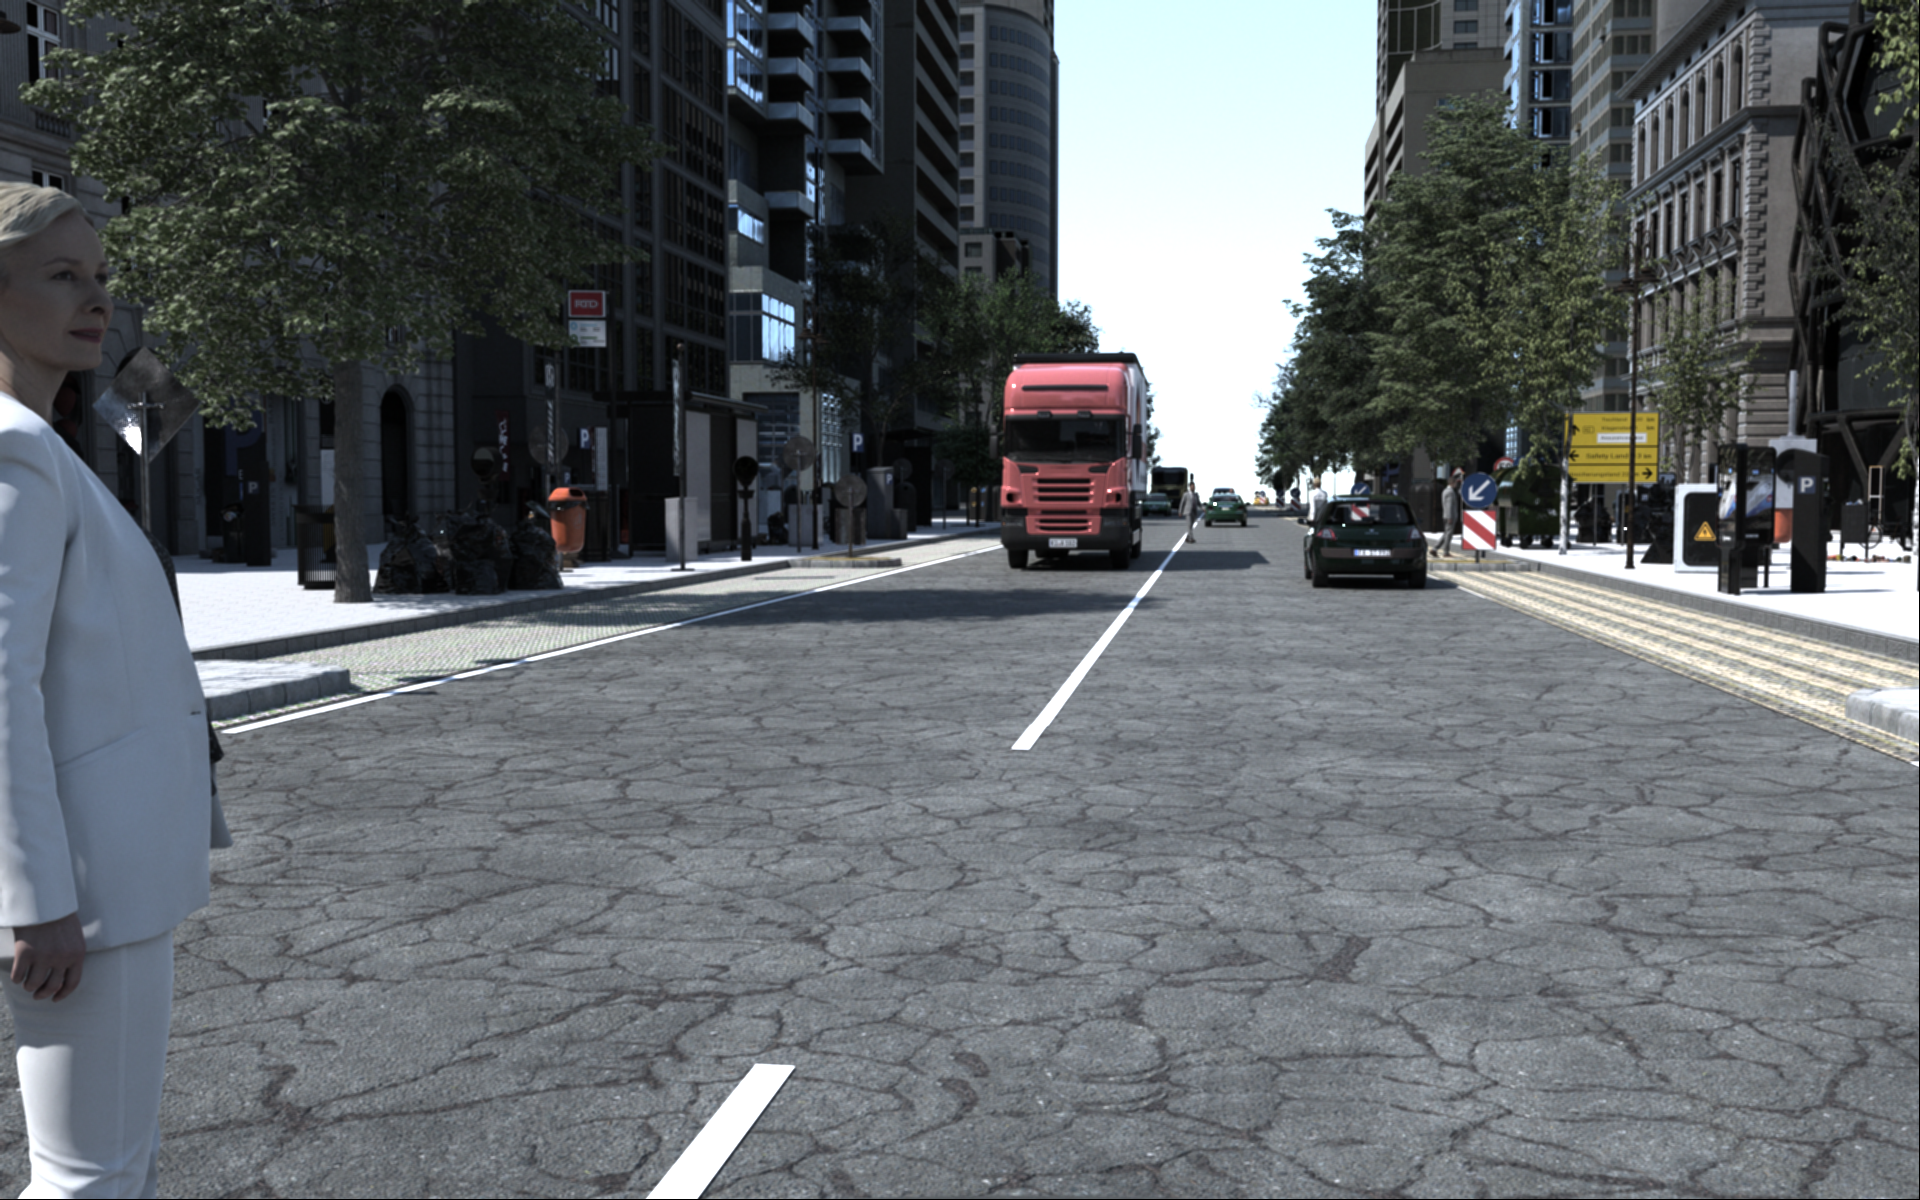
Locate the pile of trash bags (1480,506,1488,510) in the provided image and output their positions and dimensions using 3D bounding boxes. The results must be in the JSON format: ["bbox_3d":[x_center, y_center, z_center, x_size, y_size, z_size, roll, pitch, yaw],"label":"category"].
[{"bbox_3d":[22.048,-3.741,70.915,1.912,1.369,3.447,2,4,33],"label":"pile of trash bags"}]

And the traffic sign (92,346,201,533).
[{"bbox_3d":[-5.528,-0.498,11.780,0.795,2.450,0.064,1,4,8],"label":"traffic sign"}]

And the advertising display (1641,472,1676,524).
[{"bbox_3d":[20.860,-2.847,51.770,0.974,1.923,0.123,1,4,15],"label":"advertising display"}]

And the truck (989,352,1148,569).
[{"bbox_3d":[2.572,-2.922,36.685,2.839,4.237,11.283,0,4,8],"label":"truck"}]

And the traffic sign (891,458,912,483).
[{"bbox_3d":[-2.081,-3.754,61.489,0.768,2.556,0.104,1,4,13],"label":"traffic sign"}]

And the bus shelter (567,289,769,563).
[{"bbox_3d":[-6.219,-3.603,36.538,2.179,5.291,8.768,1,4,8],"label":"bus shelter"}]

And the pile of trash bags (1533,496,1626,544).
[{"bbox_3d":[16.718,-2.207,45.839,1.912,1.369,3.447,-3,5,-45],"label":"pile of trash bags"}]

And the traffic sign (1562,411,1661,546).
[{"bbox_3d":[15.974,-2.978,42.564,2.265,3.308,0.079,1,4,12],"label":"traffic sign"}]

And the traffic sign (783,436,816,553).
[{"bbox_3d":[-3.533,-2.315,37.954,0.768,2.556,0.104,1,4,14],"label":"traffic sign"}]

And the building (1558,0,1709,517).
[{"bbox_3d":[49.581,-25.042,101.317,32.217,40.220,23.993,1,4,8],"label":"building"}]

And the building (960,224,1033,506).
[{"bbox_3d":[0.283,-25.554,189.508,14.160,30.474,14.107,1,4,8],"label":"building"}]

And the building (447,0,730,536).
[{"bbox_3d":[-17.974,-16.375,61.234,14.314,27.812,24.014,1,4,8],"label":"building"}]

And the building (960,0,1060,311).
[{"bbox_3d":[0.199,-40.857,210.018,21.231,58.520,28.212,1,4,8],"label":"building"}]

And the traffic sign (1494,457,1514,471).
[{"bbox_3d":[18.623,-3.616,59.231,0.768,2.556,0.104,1,4,9],"label":"traffic sign"}]

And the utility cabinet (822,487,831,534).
[{"bbox_3d":[-4.295,-2.887,55.880,0.318,1.500,1.173,0,4,-4],"label":"utility cabinet"}]

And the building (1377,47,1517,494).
[{"bbox_3d":[57.116,-34.355,185.403,21.300,48.544,21.600,1,4,8],"label":"building"}]

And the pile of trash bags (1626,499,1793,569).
[{"bbox_3d":[13.742,-1.292,30.875,1.912,1.369,3.447,-1,4,-9],"label":"pile of trash bags"}]

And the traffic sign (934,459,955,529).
[{"bbox_3d":[-0.567,-3.835,62.806,0.768,2.556,0.104,1,4,13],"label":"traffic sign"}]

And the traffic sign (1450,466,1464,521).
[{"bbox_3d":[21.063,-4.481,73.267,0.884,2.594,0.081,1,4,14],"label":"traffic sign"}]

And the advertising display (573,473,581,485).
[{"bbox_3d":[-11.684,-2.915,52.882,0.123,1.923,0.974,0,4,-6],"label":"advertising display"}]

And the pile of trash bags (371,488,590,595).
[{"bbox_3d":[-6.212,-0.844,23.546,1.912,1.369,3.447,2,4,24],"label":"pile of trash bags"}]

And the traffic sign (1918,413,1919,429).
[{"bbox_3d":[11.888,-1.266,20.798,0.768,2.556,0.104,1,4,13],"label":"traffic sign"}]

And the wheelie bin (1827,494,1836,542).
[{"bbox_3d":[22.986,-2.357,46.453,0.693,1.594,0.980,0,4,-7],"label":"wheelie bin"}]

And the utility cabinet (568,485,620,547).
[{"bbox_3d":[-8.743,-2.000,41.376,1.173,1.500,0.318,-1,4,-10],"label":"utility cabinet"}]

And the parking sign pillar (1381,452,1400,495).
[{"bbox_3d":[20.824,-5.785,83.059,1.447,3.967,1.447,1,4,9],"label":"parking sign pillar"}]

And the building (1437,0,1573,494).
[{"bbox_3d":[48.981,-49.851,127.741,22.319,86.520,31.000,1,4,8],"label":"building"}]

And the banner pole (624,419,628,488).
[{"bbox_3d":[-9.219,-3.541,47.910,0.401,3.779,0.863,0,4,-5],"label":"banner pole"}]

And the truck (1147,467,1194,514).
[{"bbox_3d":[15.161,-7.909,125.231,3.469,3.379,9.791,0,4,8],"label":"truck"}]

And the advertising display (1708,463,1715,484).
[{"bbox_3d":[15.881,-1.909,36.424,0.123,1.923,0.974,2,4,34],"label":"advertising display"}]

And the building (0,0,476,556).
[{"bbox_3d":[-21.749,-11.983,37.720,13.314,21.916,24.055,1,4,8],"label":"building"}]

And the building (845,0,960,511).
[{"bbox_3d":[-12.109,-30.979,130.213,21.300,48.544,21.600,1,4,8],"label":"building"}]

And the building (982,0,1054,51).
[{"bbox_3d":[4.227,-48.649,233.667,20.563,71.187,20.611,1,4,8],"label":"building"}]

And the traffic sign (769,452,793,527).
[{"bbox_3d":[-4.885,-2.845,47.706,0.795,2.450,0.064,1,4,14],"label":"traffic sign"}]

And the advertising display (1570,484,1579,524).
[{"bbox_3d":[25.753,-4.182,73.593,0.974,1.923,0.123,1,4,23],"label":"advertising display"}]

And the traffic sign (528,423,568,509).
[{"bbox_3d":[-7.325,-1.876,30.780,0.768,2.556,0.104,1,4,13],"label":"traffic sign"}]

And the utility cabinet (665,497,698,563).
[{"bbox_3d":[-5.294,-1.330,32.899,0.306,1.237,1.020,1,4,11],"label":"utility cabinet"}]

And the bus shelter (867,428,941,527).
[{"bbox_3d":[-2.052,-4.495,64.770,1.731,3.624,6.357,1,4,9],"label":"bus shelter"}]

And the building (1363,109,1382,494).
[{"bbox_3d":[59.783,-35.668,206.866,21.300,48.544,21.600,1,4,8],"label":"building"}]

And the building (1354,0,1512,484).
[{"bbox_3d":[63.358,-48.252,227.175,20.563,71.187,20.611,1,4,8],"label":"building"}]

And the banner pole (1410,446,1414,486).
[{"bbox_3d":[19.881,-5.271,76.204,0.401,3.779,0.863,2,4,26],"label":"banner pole"}]

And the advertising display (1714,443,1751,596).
[{"bbox_3d":[9.911,-1.043,22.271,0.123,1.923,0.974,1,4,10],"label":"advertising display"}]

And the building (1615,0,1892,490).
[{"bbox_3d":[34.884,-14.839,71.490,11.050,23.489,19.941,1,4,8],"label":"building"}]

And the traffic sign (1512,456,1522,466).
[{"bbox_3d":[18.696,-3.510,57.502,0.768,2.556,0.104,1,4,13],"label":"traffic sign"}]

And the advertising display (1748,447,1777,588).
[{"bbox_3d":[10.715,-1.123,23.575,0.974,1.923,0.123,-2,4,-27],"label":"advertising display"}]

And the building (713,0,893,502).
[{"bbox_3d":[-15.976,-48.344,103.088,22.319,86.520,31.000,1,4,8],"label":"building"}]

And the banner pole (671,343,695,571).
[{"bbox_3d":[-4.653,-2.363,28.657,0.401,3.779,0.863,0,4,3],"label":"banner pole"}]

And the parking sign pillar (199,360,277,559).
[{"bbox_3d":[-14.460,-2.821,34.600,1.447,3.967,1.447,1,4,17],"label":"parking sign pillar"}]

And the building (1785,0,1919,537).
[{"bbox_3d":[34.987,-11.353,53.073,16.820,18.784,16.811,1,4,8],"label":"building"}]
